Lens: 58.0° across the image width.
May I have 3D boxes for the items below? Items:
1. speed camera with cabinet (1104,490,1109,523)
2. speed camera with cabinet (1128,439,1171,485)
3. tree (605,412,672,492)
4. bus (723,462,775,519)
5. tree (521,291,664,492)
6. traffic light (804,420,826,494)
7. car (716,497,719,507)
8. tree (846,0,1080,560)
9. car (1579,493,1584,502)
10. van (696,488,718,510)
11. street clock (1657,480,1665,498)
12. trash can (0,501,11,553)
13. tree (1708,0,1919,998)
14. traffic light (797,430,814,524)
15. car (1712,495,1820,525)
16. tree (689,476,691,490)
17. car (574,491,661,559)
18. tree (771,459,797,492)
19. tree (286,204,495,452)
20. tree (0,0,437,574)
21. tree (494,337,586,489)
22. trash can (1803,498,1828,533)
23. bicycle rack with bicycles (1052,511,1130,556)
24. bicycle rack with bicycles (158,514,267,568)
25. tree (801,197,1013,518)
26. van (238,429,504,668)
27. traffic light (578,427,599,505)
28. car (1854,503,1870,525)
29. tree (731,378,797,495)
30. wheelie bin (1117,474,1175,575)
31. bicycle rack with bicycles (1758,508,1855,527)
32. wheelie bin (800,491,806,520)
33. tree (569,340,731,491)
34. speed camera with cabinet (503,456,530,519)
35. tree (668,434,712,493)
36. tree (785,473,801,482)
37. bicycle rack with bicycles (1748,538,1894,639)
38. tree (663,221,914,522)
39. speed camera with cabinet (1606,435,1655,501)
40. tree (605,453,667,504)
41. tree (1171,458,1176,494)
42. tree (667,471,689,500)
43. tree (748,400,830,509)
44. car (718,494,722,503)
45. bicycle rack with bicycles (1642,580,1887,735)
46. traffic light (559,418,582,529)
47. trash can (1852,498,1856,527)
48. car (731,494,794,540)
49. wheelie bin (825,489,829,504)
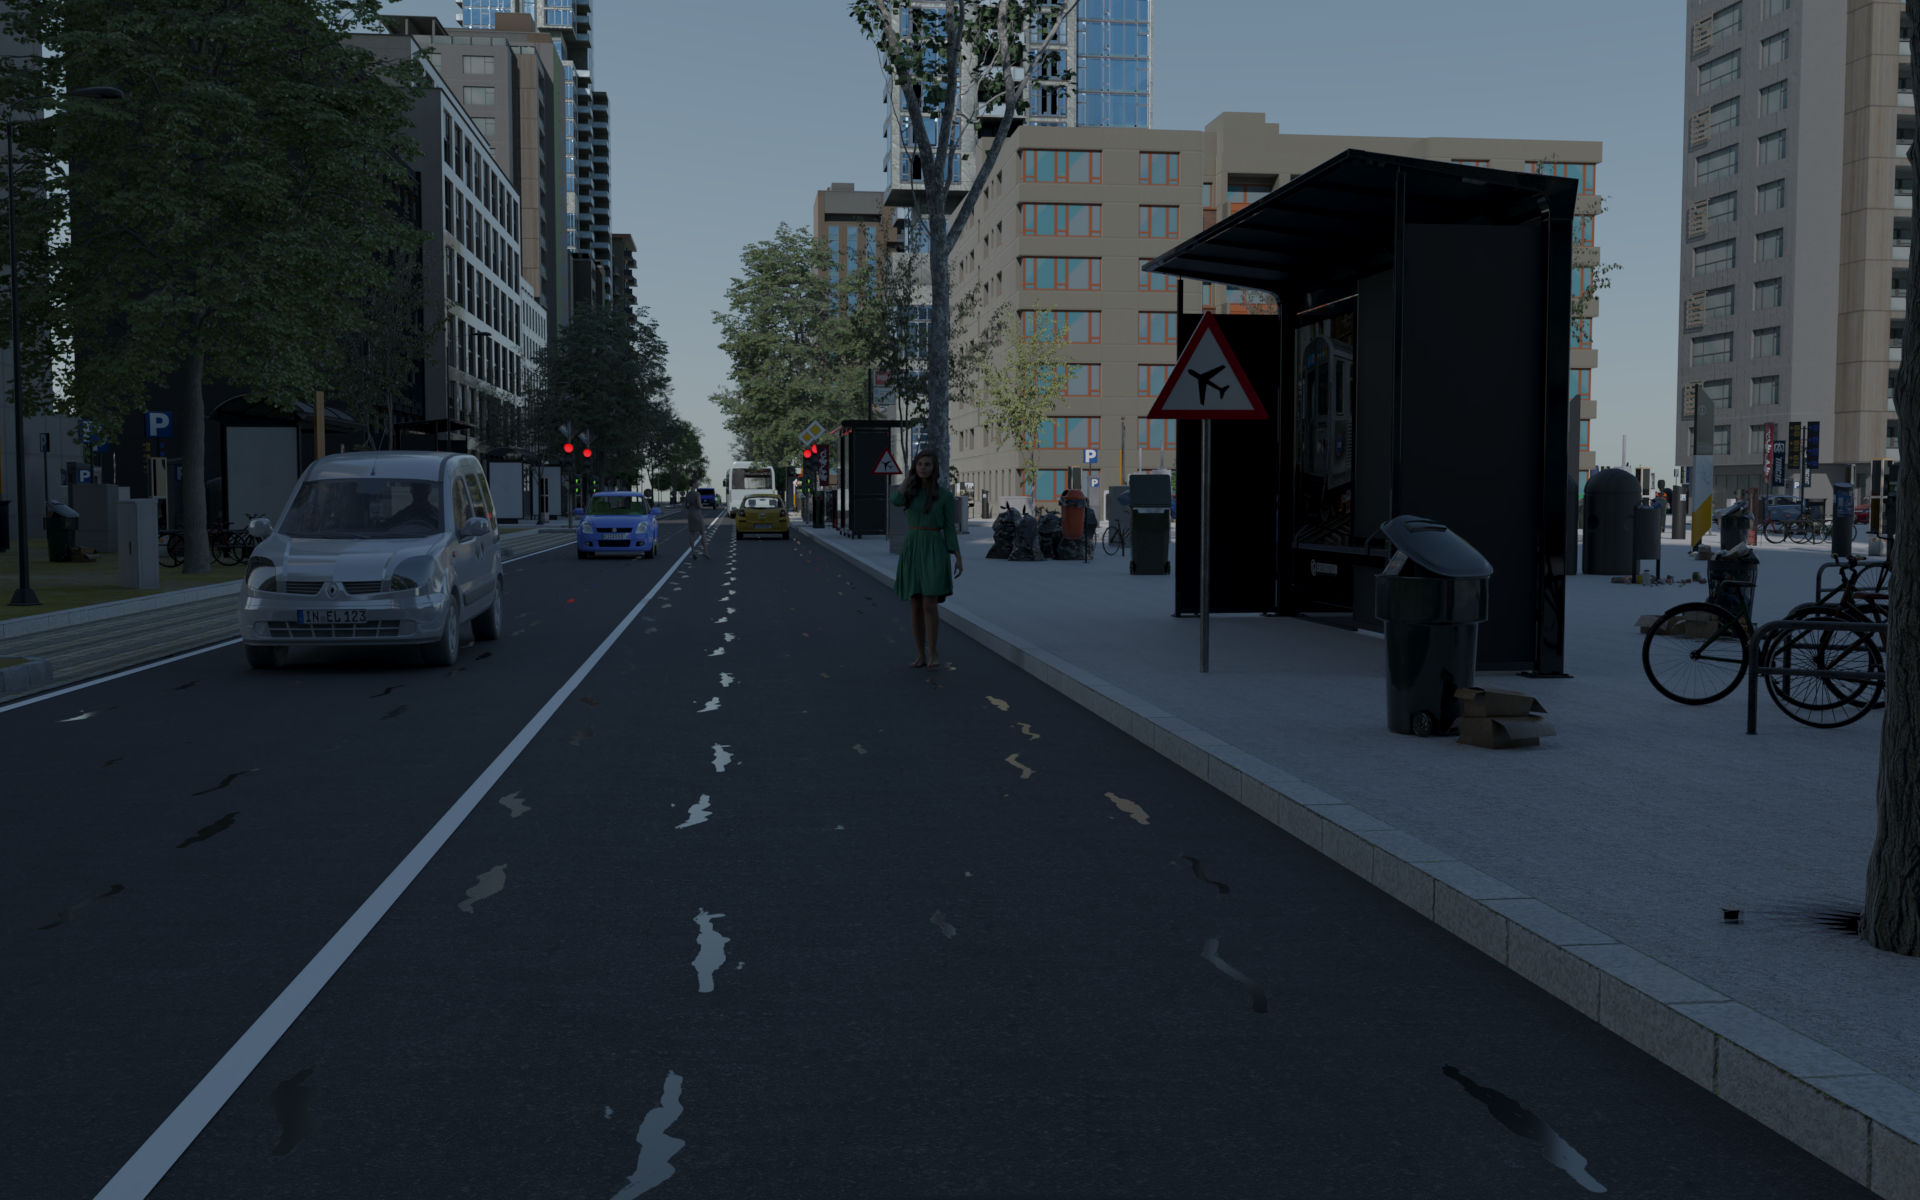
[{"bbox_3d":[7.160,-4.936,75.038,0.660,3.252,2.038,-3,5,-44],"label":"speed camera with cabinet"},{"bbox_3d":[6.571,-4.159,62.342,2.038,3.252,0.660,1,4,9],"label":"speed camera with cabinet"},{"bbox_3d":[-30.617,-13.957,162.605,7.601,10.594,8.767,-3,4,-38],"label":"tree"},{"bbox_3d":[-12.768,-6.715,104.642,2.948,3.499,13.247,-1,4,-9],"label":"bus"},{"bbox_3d":[-22.808,-12.376,109.010,9.857,13.997,8.962,0,3,0],"label":"tree"},{"bbox_3d":[-5.472,-4.678,65.408,0.839,4.253,0.868,0,4,-7],"label":"traffic light"},{"bbox_3d":[-27.576,-11.165,191.338,1.959,1.807,4.718,-1,4,-8],"label":"car"},{"bbox_3d":[1.092,-10.614,29.431,12.611,20.169,13.585,0,3,0],"label":"tree"},{"bbox_3d":[27.059,-3.953,73.424,4.718,1.807,1.959,-1,4,-9],"label":"car"},{"bbox_3d":[-23.685,-9.606,161.440,2.240,2.365,5.245,0,4,-7],"label":"van"},{"bbox_3d":[34.962,-5.004,86.390,0.358,2.002,0.471,0,4,1],"label":"street clock"},{"bbox_3d":[-21.234,-1.615,38.054,0.748,1.137,0.748,0,3,0],"label":"trash can"},{"bbox_3d":[2.958,-4.823,4.607,9.928,11.665,9.643,0,3,0],"label":"tree"},{"bbox_3d":[-6.486,-5.163,73.329,0.839,4.253,0.868,0,4,-7],"label":"traffic light"},{"bbox_3d":[34.580,-3.812,74.322,4.499,1.417,2.014,0,4,-8],"label":"car"},{"bbox_3d":[-40.031,-16.054,246.187,4.285,4.588,4.351,0,3,0],"label":"tree"},{"bbox_3d":[-7.790,-1.830,39.506,1.945,1.707,3.694,-1,4,-8],"label":"car"},{"bbox_3d":[-17.173,-11.251,167.667,4.285,4.588,4.351,0,3,0],"label":"tree"},{"bbox_3d":[-14.658,-5.694,43.457,4.360,8.622,3.978,0,3,0],"label":"tree"},{"bbox_3d":[-11.986,-6.707,27.793,7.486,12.596,7.792,0,3,0],"label":"tree"},{"bbox_3d":[-19.793,-8.035,81.741,4.360,8.622,3.978,0,3,0],"label":"tree"},{"bbox_3d":[28.532,-2.821,57.781,0.748,1.137,0.748,0,3,0],"label":"trash can"},{"bbox_3d":[2.887,-1.431,36.775,2.852,0.926,2.925,2,4,33],"label":"bicycle rack with bicycles"},{"bbox_3d":[-13.381,-1.115,31.619,2.925,0.926,2.852,-2,4,-35],"label":"bicycle rack with bicycles"},{"bbox_3d":[-1.124,-5.697,43.506,4.360,8.622,3.978,0,3,0],"label":"tree"},{"bbox_3d":[-5.196,-0.527,15.624,2.013,2.044,4.112,0,4,-7],"label":"van"},{"bbox_3d":[-15.472,-5.092,72.167,0.839,4.253,0.868,0,4,-7],"label":"traffic light"},{"bbox_3d":[40.803,-4.048,75.227,4.494,1.783,2.155,0,4,-7],"label":"car"},{"bbox_3d":[-18.914,-16.433,179.056,12.009,13.543,11.850,0,3,0],"label":"tree"},{"bbox_3d":[2.991,-1.206,27.623,0.980,1.594,0.693,0,4,2],"label":"wheelie bin"},{"bbox_3d":[21.836,-1.927,44.882,2.852,0.926,2.925,-2,4,-34],"label":"bicycle rack with bicycles"},{"bbox_3d":[-7.221,-4.583,82.846,0.980,1.594,0.693,-2,4,-35],"label":"wheelie bin"},{"bbox_3d":[-26.523,-13.923,138.014,12.009,13.543,11.850,0,3,0],"label":"tree"},{"bbox_3d":[-22.665,-5.737,88.144,2.038,3.252,0.660,3,5,43],"label":"speed camera with cabinet"},{"bbox_3d":[-47.679,-23.556,302.155,9.611,12.733,9.660,0,3,0],"label":"tree"},{"bbox_3d":[-12.878,-8.590,135.051,1.663,3.219,1.824,0,3,0],"label":"tree"},{"bbox_3d":[9.724,-0.182,16.364,2.925,0.926,2.852,-1,4,-23],"label":"bicycle rack with bicycles"},{"bbox_3d":[-7.010,-10.641,80.639,9.857,13.997,8.962,0,3,0],"label":"tree"},{"bbox_3d":[22.645,-3.923,58.475,2.038,3.252,0.660,-2,4,-35],"label":"speed camera with cabinet"},{"bbox_3d":[-24.823,-8.778,127.229,4.285,4.588,4.351,0,3,0],"label":"tree"},{"bbox_3d":[10.356,-5.284,80.987,1.663,3.219,1.824,0,3,0],"label":"tree"},{"bbox_3d":[-37.047,-14.160,215.234,4.285,4.588,4.351,0,3,0],"label":"tree"},{"bbox_3d":[-13.658,-12.613,140.629,7.601,10.594,8.767,-1,4,-11],"label":"tree"},{"bbox_3d":[-38.819,-16.248,275.436,2.009,1.686,4.222,-1,4,-9],"label":"car"},{"bbox_3d":[5.368,0.223,9.729,2.925,0.926,2.852,2,4,32],"label":"bicycle rack with bicycles"},{"bbox_3d":[-14.458,-4.607,64.246,0.839,4.253,0.868,0,4,-7],"label":"traffic light"},{"bbox_3d":[32.949,-3.232,64.504,0.748,1.137,0.748,0,3,0],"label":"trash can"},{"bbox_3d":[-6.348,-2.782,55.705,2.015,1.641,3.980,0,4,-6],"label":"car"},{"bbox_3d":[-7.868,-5.882,104.083,0.693,1.594,0.980,-1,4,-10],"label":"wheelie bin"}]
